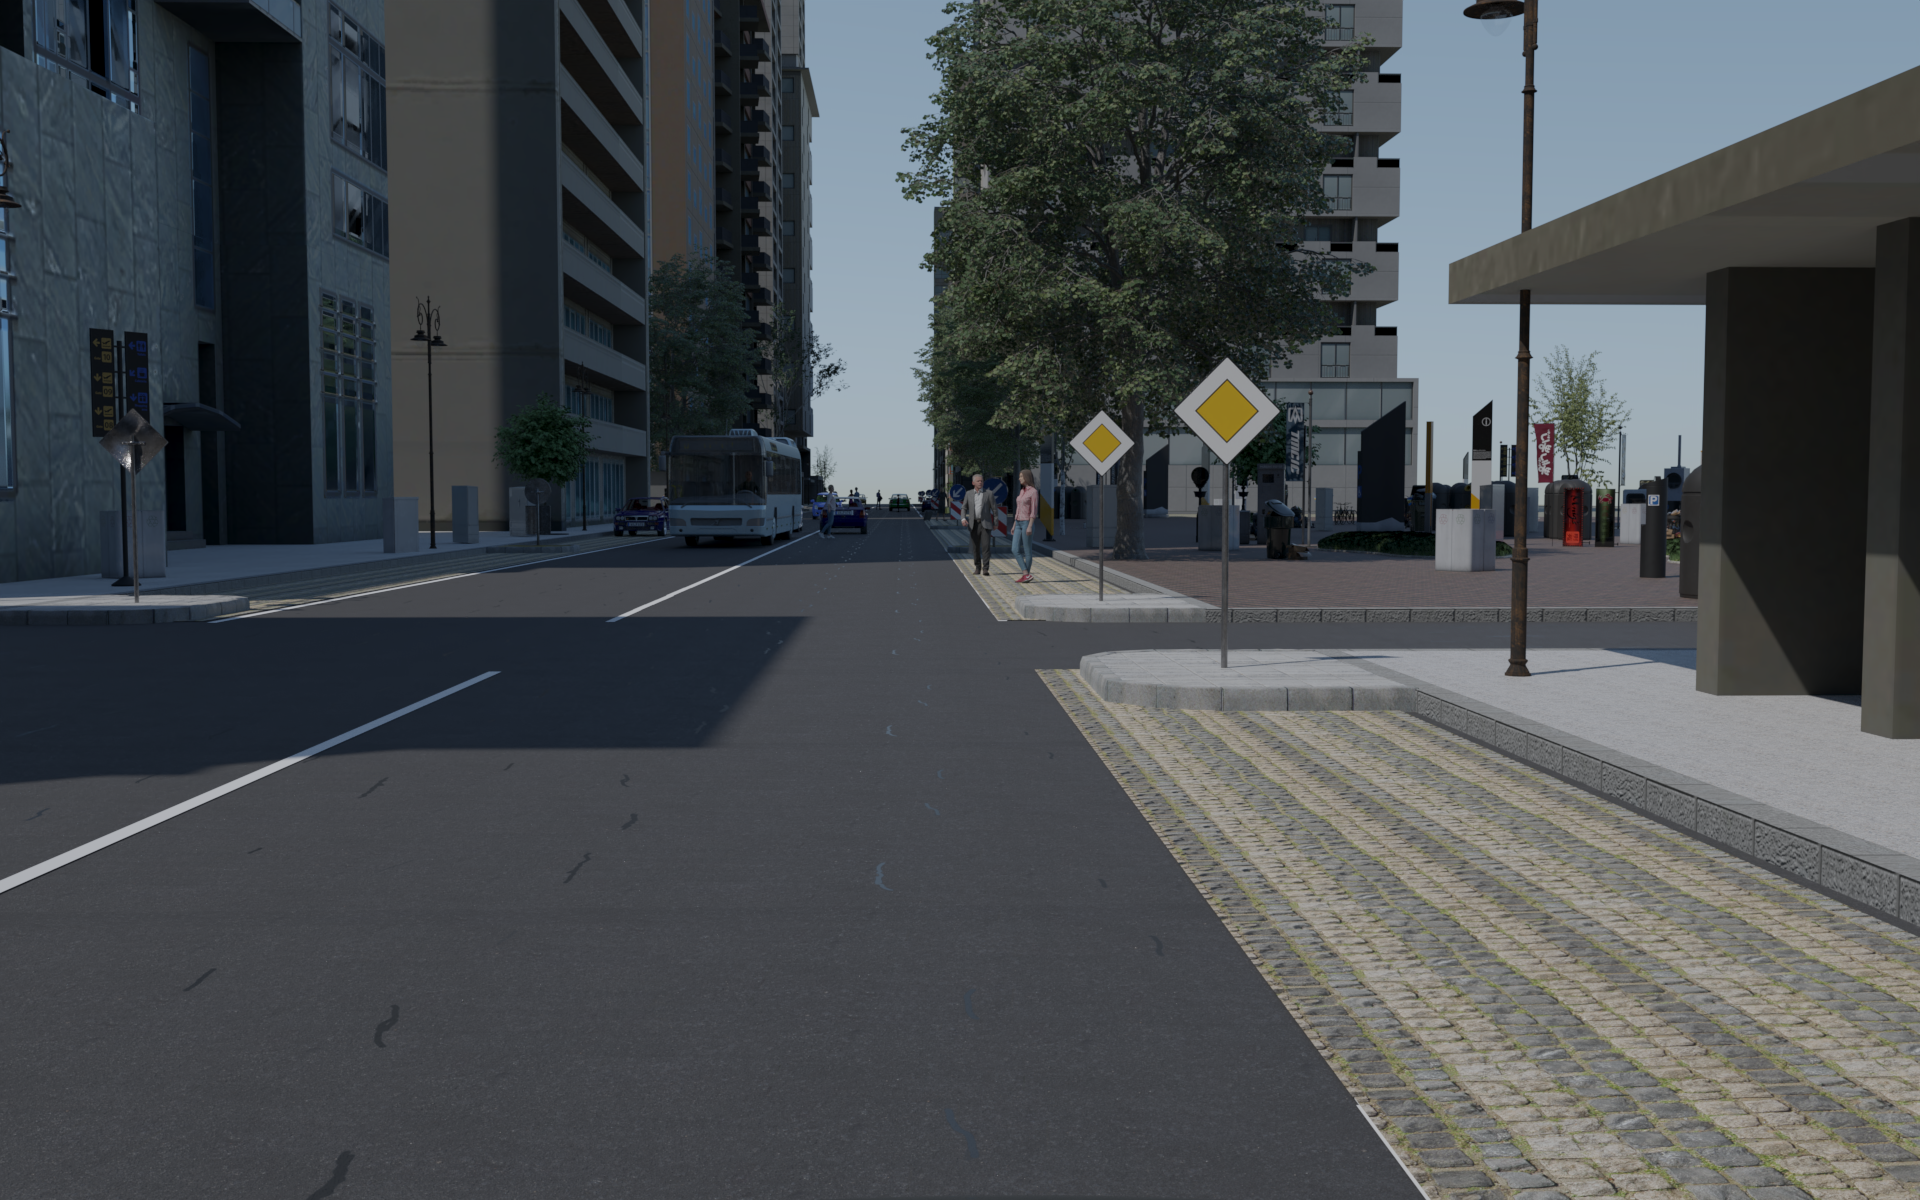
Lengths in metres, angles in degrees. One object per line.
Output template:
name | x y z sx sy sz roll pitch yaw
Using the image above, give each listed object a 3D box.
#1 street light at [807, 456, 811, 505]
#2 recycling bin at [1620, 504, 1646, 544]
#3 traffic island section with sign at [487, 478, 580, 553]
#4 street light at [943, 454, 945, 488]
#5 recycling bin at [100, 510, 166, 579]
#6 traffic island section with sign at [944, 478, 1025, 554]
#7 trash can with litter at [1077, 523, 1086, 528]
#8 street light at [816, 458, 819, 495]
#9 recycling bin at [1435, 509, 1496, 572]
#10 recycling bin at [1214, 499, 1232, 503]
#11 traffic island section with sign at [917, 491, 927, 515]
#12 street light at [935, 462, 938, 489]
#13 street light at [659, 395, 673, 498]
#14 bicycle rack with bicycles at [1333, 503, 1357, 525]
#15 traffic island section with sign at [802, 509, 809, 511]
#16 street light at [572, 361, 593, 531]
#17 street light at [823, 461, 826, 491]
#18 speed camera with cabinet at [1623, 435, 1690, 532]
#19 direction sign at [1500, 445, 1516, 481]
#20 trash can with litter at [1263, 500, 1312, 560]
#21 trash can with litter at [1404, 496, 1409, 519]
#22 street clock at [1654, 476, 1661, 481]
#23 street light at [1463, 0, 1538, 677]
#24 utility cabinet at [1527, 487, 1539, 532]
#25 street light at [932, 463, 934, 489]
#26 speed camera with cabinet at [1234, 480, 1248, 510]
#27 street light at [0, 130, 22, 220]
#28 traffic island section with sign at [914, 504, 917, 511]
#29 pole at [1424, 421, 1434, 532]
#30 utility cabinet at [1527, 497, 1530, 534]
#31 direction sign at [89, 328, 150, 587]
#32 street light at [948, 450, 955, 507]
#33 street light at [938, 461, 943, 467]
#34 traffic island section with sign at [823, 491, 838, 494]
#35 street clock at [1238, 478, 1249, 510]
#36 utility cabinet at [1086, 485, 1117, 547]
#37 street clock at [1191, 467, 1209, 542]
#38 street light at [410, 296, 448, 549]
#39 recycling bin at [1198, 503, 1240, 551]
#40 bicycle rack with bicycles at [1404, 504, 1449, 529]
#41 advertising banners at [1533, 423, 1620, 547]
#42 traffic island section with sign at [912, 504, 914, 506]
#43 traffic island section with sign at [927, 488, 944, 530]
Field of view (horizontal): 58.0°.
street light | -17.520 -13.900 200.057 0.468 5.910 1.993 0 4 -2
recycling bin | 17.468 -1.952 44.462 0.722 1.027 0.722 -1 4 -20
traffic island section with sign | -10.441 -2.080 42.635 1.989 1.847 2.006 0 4 -2
street light | -1.157 -12.184 172.002 0.468 5.910 1.993 0 4 -2
recycling bin | -12.704 -0.859 26.601 0.722 1.027 0.722 3 5 43
traffic island section with sign | 0.690 -2.061 42.318 1.989 1.847 2.006 0 4 -2
trash can with litter | 5.199 -3.248 64.166 1.678 1.210 2.233 -2 4 -26
street light | -18.110 -15.147 220.442 0.468 5.910 1.993 0 4 -2
recycling bin | 8.444 -1.001 28.916 0.722 1.027 0.722 -3 4 -37
recycling bin | 13.639 -4.731 89.907 0.722 1.027 0.722 2 4 33
traffic island section with sign | -1.844 -6.859 120.771 1.989 1.847 2.006 0 4 -2
street light | -2.585 -14.773 214.332 0.468 5.910 1.993 0 4 -2
street light | -13.684 -6.612 80.894 0.468 5.910 1.993 0 4 -2
bicycle rack with bicycles | 16.533 -3.608 72.379 2.925 0.926 2.852 -3 5 -43
traffic island section with sign | -13.845 -8.485 147.363 1.989 1.847 2.006 0 4 -2
street light | -13.154 -5.365 60.508 0.468 5.910 1.993 0 4 -2
street light | -18.875 -16.422 241.288 0.468 5.910 1.993 0 4 -2
speed camera with cabinet | 23.437 -3.914 58.327 2.038 3.252 0.660 3 5 43
direction sign | 25.113 -5.337 79.259 0.876 3.537 0.379 0 4 -8
trash can with litter | 6.489 -1.392 34.139 0.624 1.170 1.055 -3 4 -37
trash can with litter | 22.016 -4.639 86.899 1.678 1.210 2.233 -3 5 -42
street clock | 27.907 -3.962 69.347 0.358 2.002 0.471 1 4 13
street light | 3.941 -2.402 12.059 0.468 5.910 1.993 0 4 -2
utility cabinet | 19.137 -3.038 58.354 0.318 1.500 1.173 3 4 36
street light | -3.206 -16.010 234.549 0.468 5.910 1.993 0 4 -2
speed camera with cabinet | 13.775 -5.546 85.017 0.660 3.252 2.038 0 4 7
street light | -11.701 -2.922 20.555 0.468 5.910 1.993 0 4 -2
traffic island section with sign | -2.723 -8.507 147.712 1.989 1.847 2.006 0 4 -2
pole | 13.159 -3.348 48.588 0.158 3.312 0.155 0 3 0
utility cabinet | 18.166 -2.737 55.916 0.306 1.237 1.020 0 4 8
direction sign | -11.639 -1.962 24.072 0.379 3.537 0.876 2 4 28
street light | -0.568 -10.962 152.021 0.468 5.910 1.993 0 4 -2
street light | -1.871 -13.515 193.755 0.468 5.910 1.993 0 4 -2
traffic island section with sign | -15.637 -11.874 202.774 1.989 1.847 2.006 0 4 -2
street clock | 8.976 -3.077 54.881 0.358 2.002 0.471 1 4 11
utility cabinet | 3.610 -2.012 41.582 1.173 1.500 0.318 -2 4 -26
street clock | 6.359 -2.528 45.896 0.471 2.002 0.358 1 4 12
street light | -12.386 -4.143 40.533 0.468 5.910 1.993 0 4 -2
recycling bin | 5.900 -1.646 39.467 0.722 1.027 0.722 3 4 36
bicycle rack with bicycles | 17.760 -3.086 63.834 2.852 0.926 2.925 -3 4 -36
advertising banners | 14.973 -2.811 42.152 2.074 3.025 0.090 2 4 35
traffic island section with sign | -4.503 -11.903 203.246 1.989 1.847 2.006 0 4 -2
traffic island section with sign | -0.222 -3.775 70.350 1.989 1.847 2.006 0 4 -2
